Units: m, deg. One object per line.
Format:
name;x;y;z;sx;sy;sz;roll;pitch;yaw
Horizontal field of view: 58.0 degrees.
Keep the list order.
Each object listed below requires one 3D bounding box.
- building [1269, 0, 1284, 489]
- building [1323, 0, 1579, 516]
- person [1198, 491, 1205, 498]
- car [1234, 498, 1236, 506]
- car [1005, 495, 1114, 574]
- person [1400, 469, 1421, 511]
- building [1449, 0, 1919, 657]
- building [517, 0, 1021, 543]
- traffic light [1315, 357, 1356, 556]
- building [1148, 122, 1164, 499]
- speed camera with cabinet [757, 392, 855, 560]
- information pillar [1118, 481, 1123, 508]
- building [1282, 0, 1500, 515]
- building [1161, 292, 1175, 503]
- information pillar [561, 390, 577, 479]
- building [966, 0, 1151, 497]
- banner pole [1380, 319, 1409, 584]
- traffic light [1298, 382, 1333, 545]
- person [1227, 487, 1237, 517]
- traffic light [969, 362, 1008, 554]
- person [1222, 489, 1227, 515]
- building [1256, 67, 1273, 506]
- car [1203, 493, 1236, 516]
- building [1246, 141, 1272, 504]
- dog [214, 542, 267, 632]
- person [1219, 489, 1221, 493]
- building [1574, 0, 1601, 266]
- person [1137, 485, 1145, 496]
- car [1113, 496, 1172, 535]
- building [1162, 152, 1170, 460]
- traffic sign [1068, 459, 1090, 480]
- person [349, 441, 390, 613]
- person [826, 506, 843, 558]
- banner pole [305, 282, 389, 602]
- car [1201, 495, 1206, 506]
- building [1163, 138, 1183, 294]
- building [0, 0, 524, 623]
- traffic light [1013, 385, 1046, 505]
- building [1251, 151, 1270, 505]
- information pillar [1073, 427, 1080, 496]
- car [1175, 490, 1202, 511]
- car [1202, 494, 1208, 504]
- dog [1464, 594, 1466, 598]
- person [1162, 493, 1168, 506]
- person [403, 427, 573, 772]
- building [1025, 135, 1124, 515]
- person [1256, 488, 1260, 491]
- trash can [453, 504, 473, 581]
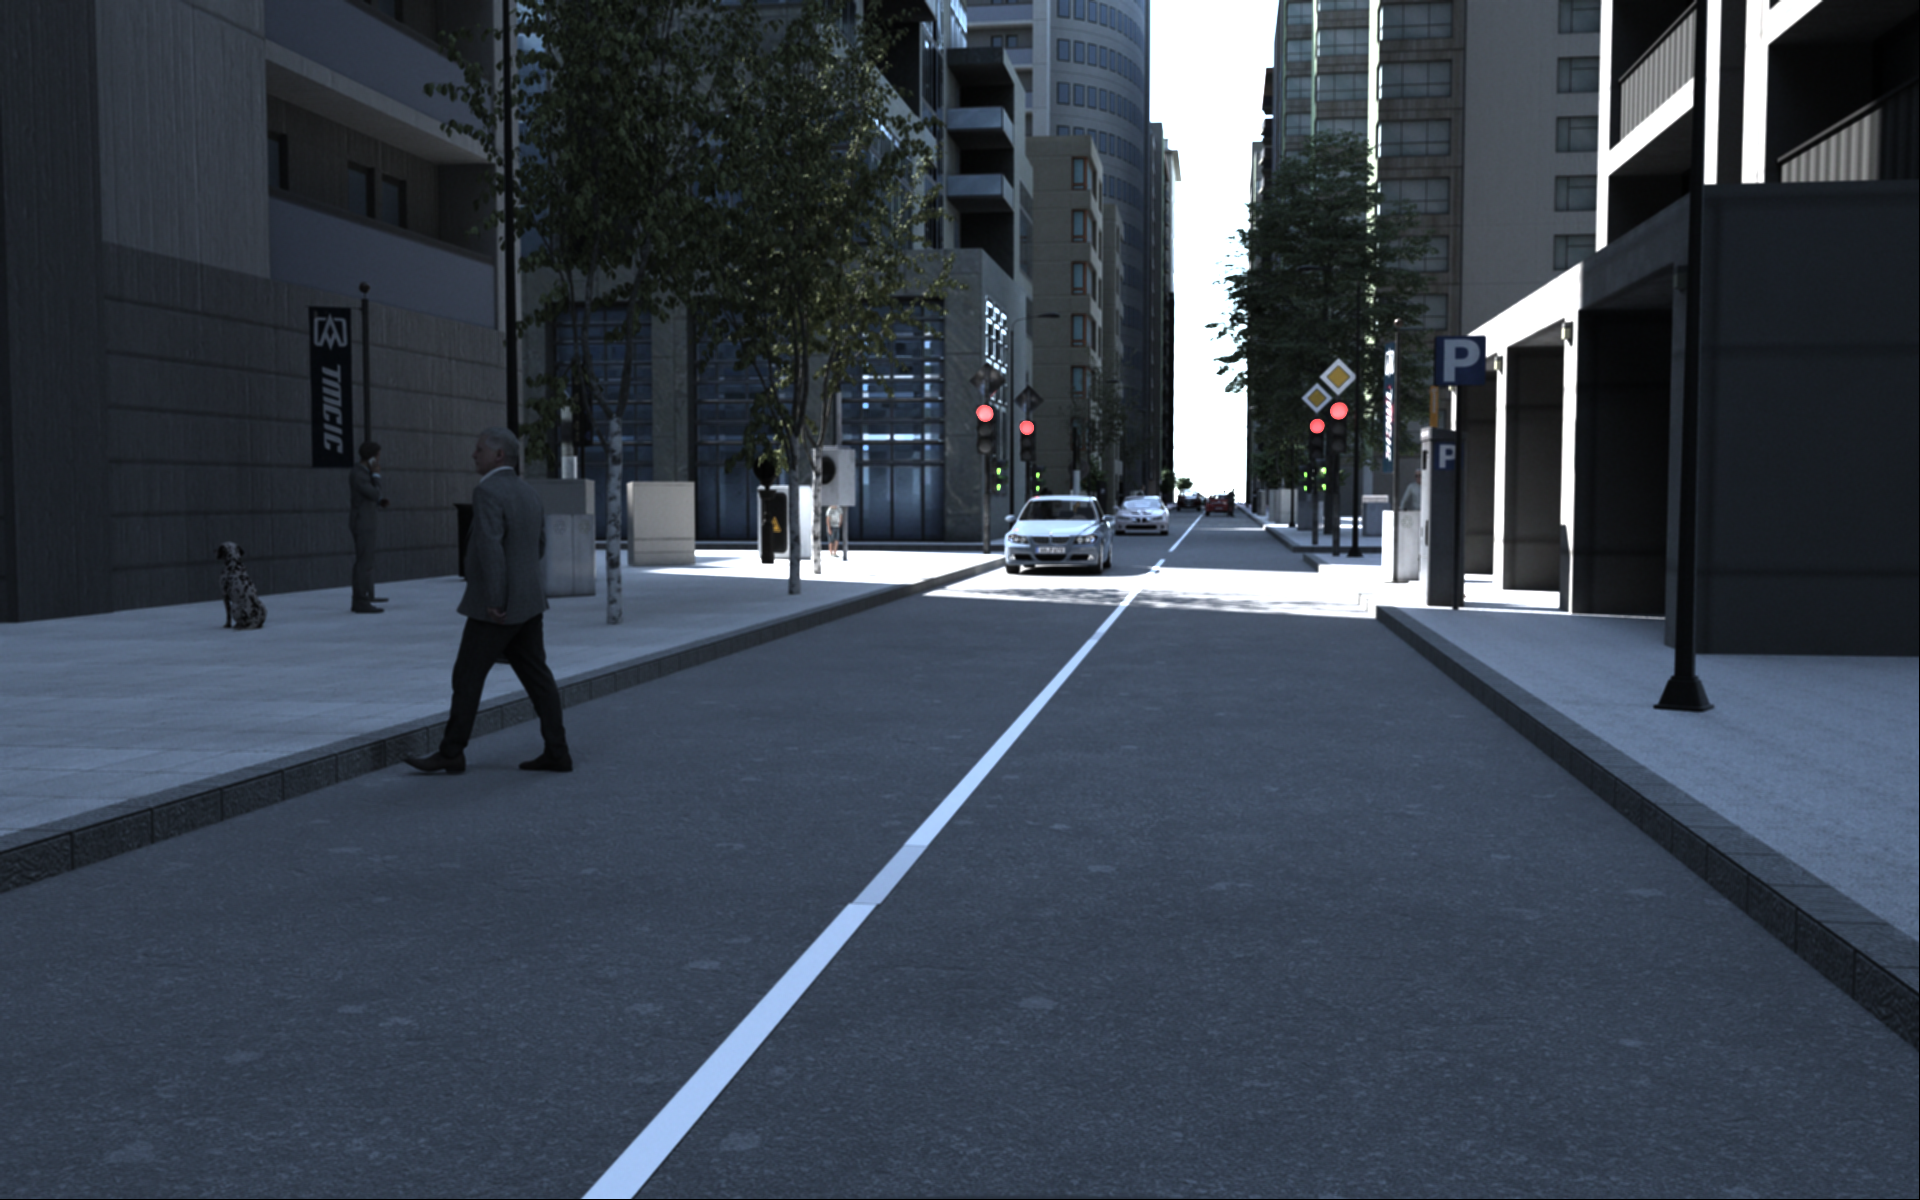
building;34.940;-30.848;154.469;14.600;45.320;14.200;1;4;9
building;28.211;-25.743;104.485;14.154;41.232;14.086;1;4;9
person;25.653;-10.780;185.489;1.217;1.736;0.721;-1;4;-9
car;25.025;-9.258;163.375;2.014;1.417;4.499;1;4;9
car;1.909;-1.259;32.587;2.014;1.417;4.499;1;4;8
person;8.749;-1.633;33.221;0.782;1.767;0.515;0;4;0
building;16.615;-35.256;14.694;20.563;71.187;20.611;1;4;9
building;-8.168;-45.712;60.068;22.319;86.520;31.000;1;4;9
traffic light;7.775;-2.866;35.787;0.839;4.253;0.868;1;4;9
building;14.480;-30.717;185.815;14.154;41.232;14.086;1;4;9
speed camera with cabinet;-3.020;-2.416;33.845;2.038;3.252;0.660;2;4;34
information pillar;9.279;-5.811;99.502;0.304;2.012;0.304;1;4;20
building;30.514;-27.080;126.357;14.154;41.232;14.086;1;4;9
building;22.450;-28.613;239.517;14.160;30.474;14.107;1;4;9
information pillar;-8.580;-2.853;38.009;0.504;3.616;0.183;3;5;43
building;3.649;-36.225;134.275;21.231;58.520;28.212;1;4;9
banner pole;6.248;-2.143;25.062;0.401;3.779;0.863;0;4;-4
traffic light;8.961;-3.349;43.684;0.839;4.253;0.868;1;4;9
person;17.067;-6.147;108.816;0.655;1.846;0.447;3;4;37
traffic light;0.592;-2.931;36.845;0.839;4.253;0.868;1;4;9
person;18.086;-6.690;118.464;0.643;1.750;0.593;-2;4;-35
building;41.481;-31.846;175.303;22.147;44.769;28.867;1;4;9
car;17.123;-6.438;114.303;2.155;1.783;4.494;1;4;9
building;48.244;-36.771;224.904;21.300;48.544;21.600;1;4;9
dog;-6.882;-0.128;16.469;0.513;0.831;0.800;-1;4;-13
person;21.493;-8.245;143.290;1.348;1.826;0.705;-1;4;-17
building;26.255;-24.331;81.399;14.154;41.232;14.086;1;4;9
person;8.130;-4.203;76.994;0.755;1.850;0.659;3;4;37
car;6.513;-3.026;61.843;2.083;1.381;4.827;0;4;7
building;15.016;-34.488;218.506;22.147;44.769;28.867;1;4;9
traffic sign;4.256;-3.794;62.134;0.768;2.556;0.104;1;4;10
person;-6.402;-0.792;18.794;0.447;1.846;0.655;-2;4;-26
person;-2.508;-1.468;34.735;0.332;1.250;0.352;1;4;9
banner pole;-7.245;-1.863;20.482;0.863;3.779;0.401;-1;4;-22
car;28.532;-12.019;208.303;2.131;1.459;4.920;0;4;7
building;18.686;-41.112;261.417;28.713;52.752;27.495;1;4;9
building;-22.063;-29.600;25.954;28.212;58.520;21.231;1;4;9
traffic light;1.778;-3.414;44.742;0.839;4.253;0.868;1;4;9
building;42.253;-32.075;208.015;14.154;41.232;14.086;1;4;9
information pillar;4.062;-4.221;60.374;0.183;3.616;0.504;2;4;24
car;19.474;-8.489;147.462;2.281;1.827;5.304;0;4;7
car;32.666;-13.688;234.025;2.015;1.641;3.980;1;4;10
dog;6.220;-0.242;21.694;0.550;0.427;0.748;3;5;43
person;19.523;-9.515;164.845;0.421;1.427;0.697;-3;4;-39
person;-2.422;-0.001;8.910;0.834;1.777;0.661;0;4;3
building;-5.241;-15.589;99.916;27.650;21.520;28.899;1;4;9
person;22.315;-7.529;129.816;0.551;1.740;0.621;0;4;-7
trash can;-7.140;-0.861;25.736;0.748;1.137;0.748;0;3;0
